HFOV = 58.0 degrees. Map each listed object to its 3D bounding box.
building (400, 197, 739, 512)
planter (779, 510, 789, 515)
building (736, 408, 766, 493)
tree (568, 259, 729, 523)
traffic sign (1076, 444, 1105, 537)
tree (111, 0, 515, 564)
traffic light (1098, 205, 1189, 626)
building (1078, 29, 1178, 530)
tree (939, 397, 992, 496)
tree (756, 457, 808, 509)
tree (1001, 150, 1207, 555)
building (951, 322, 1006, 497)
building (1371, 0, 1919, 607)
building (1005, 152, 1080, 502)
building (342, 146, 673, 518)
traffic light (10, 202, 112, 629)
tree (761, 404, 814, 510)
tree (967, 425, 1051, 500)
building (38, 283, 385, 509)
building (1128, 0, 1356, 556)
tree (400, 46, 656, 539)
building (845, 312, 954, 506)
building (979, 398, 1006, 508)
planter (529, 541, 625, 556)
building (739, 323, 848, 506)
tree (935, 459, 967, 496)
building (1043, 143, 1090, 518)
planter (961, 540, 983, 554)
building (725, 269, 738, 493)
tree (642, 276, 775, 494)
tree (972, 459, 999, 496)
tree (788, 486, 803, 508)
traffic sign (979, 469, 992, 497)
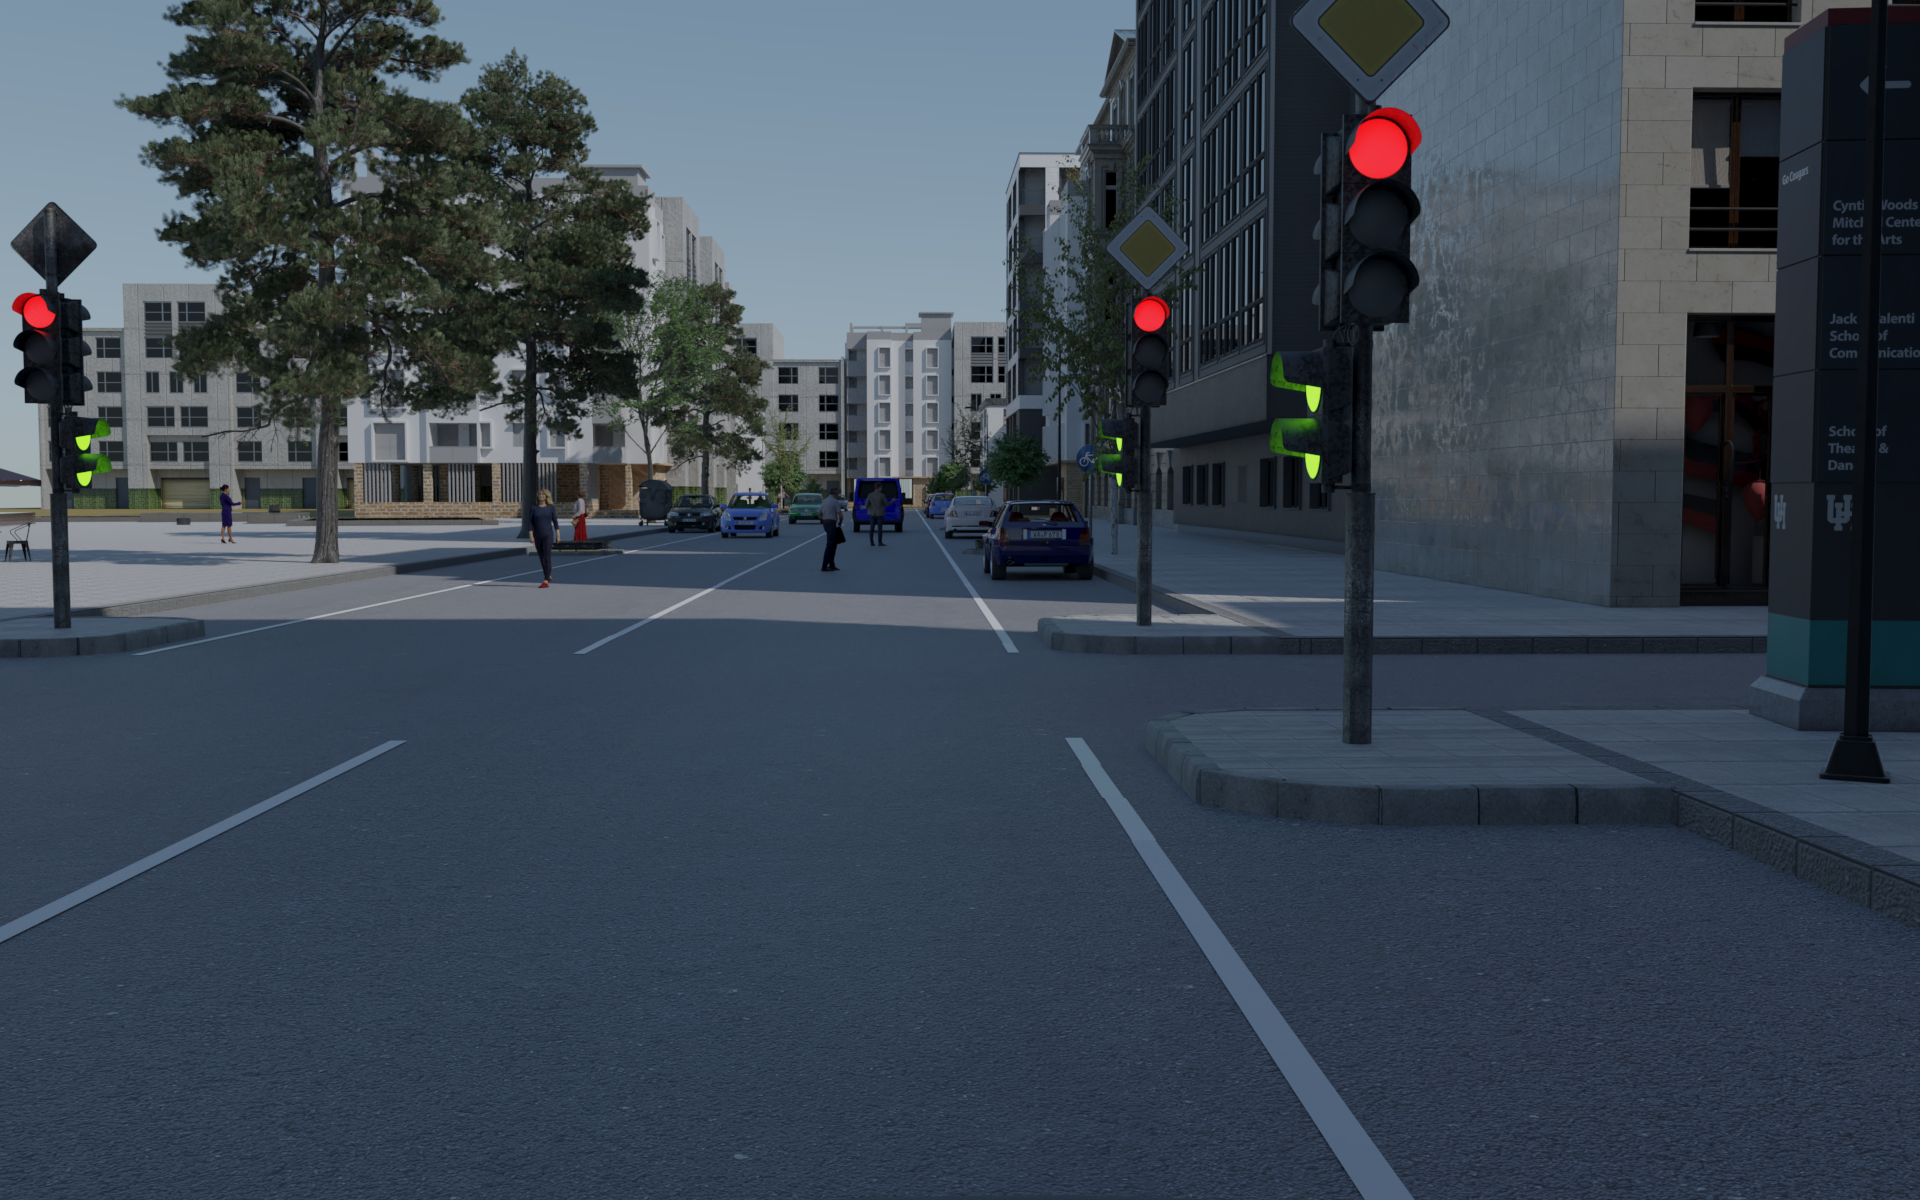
[{"bbox_3d":[-25.346,-15.438,118.869,16.747,18.905,31.486,0,4,-2],"label":"building"},{"bbox_3d":[-11.500,-5.971,118.771,1.991,0.319,1.994,0,4,-2],"label":"planter"},{"bbox_3d":[-32.364,-13.336,160.186,28.070,9.664,9.099,0,4,-2],"label":"building"},{"bbox_3d":[-13.714,-9.180,75.850,9.928,11.665,9.643,0,3,0],"label":"tree"},{"bbox_3d":[3.338,-2.695,44.168,0.768,2.556,0.104,0,4,2],"label":"traffic sign"},{"bbox_3d":[-11.730,-6.724,31.986,6.751,12.117,7.091,0,3,0],"label":"tree"},{"bbox_3d":[1.779,-1.686,16.807,0.839,4.213,0.868,0,4,-2],"label":"traffic light"},{"bbox_3d":[12.496,-15.656,75.059,14.460,24.649,34.723,0,4,-2],"label":"building"},{"bbox_3d":[0.466,-11.097,131.794,4.360,8.622,3.978,0,3,0],"label":"tree"},{"bbox_3d":[-15.810,-10.102,148.882,4.285,4.588,4.351,0,3,0],"label":"tree"},{"bbox_3d":[3.032,-5.269,36.518,4.737,8.622,4.395,0,3,0],"label":"tree"},{"bbox_3d":[14.908,-19.598,186.881,31.486,18.905,16.747,0,4,-2],"label":"building"},{"bbox_3d":[15.587,-10.376,24.399,16.860,20.320,10.420,0,4,-2],"label":"building"},{"bbox_3d":[16.968,-16.917,120.570,27.936,21.610,32.646,0,4,-2],"label":"building"},{"bbox_3d":[-24.735,-14.742,97.447,16.016,20.091,11.380,0,4,-2],"label":"building"},{"bbox_3d":[-8.576,-1.665,16.467,0.839,4.213,0.868,0,4,-2],"label":"traffic light"},{"bbox_3d":[-14.283,-11.625,140.438,4.737,8.622,4.395,0,3,0],"label":"tree"},{"bbox_3d":[2.691,-6.039,82.459,4.285,4.588,4.351,0,3,0],"label":"tree"},{"bbox_3d":[-61.978,-17.601,154.237,31.486,18.905,16.747,0,4,-2],"label":"building"},{"bbox_3d":[13.011,-15.422,45.651,14.314,27.812,24.014,0,4,-2],"label":"building"},{"bbox_3d":[-12.252,-8.723,50.046,7.806,13.903,7.818,0,3,0],"label":"tree"},{"bbox_3d":[-6.518,-20.177,186.311,11.380,20.091,16.016,0,4,-2],"label":"building"},{"bbox_3d":[6.773,-12.824,151.823,9.099,9.664,28.070,0,4,-2],"label":"building"},{"bbox_3d":[-9.070,-1.232,41.281,1.991,0.319,1.994,0,4,-2],"label":"planter"},{"bbox_3d":[-28.032,-19.643,187.623,31.486,18.905,16.747,0,4,-2],"label":"building"},{"bbox_3d":[-0.756,-11.002,163.600,4.285,4.588,4.351,0,3,0],"label":"tree"},{"bbox_3d":[12.872,-14.806,98.505,16.016,20.091,11.380,0,4,-2],"label":"building"},{"bbox_3d":[1.028,-1.279,42.058,1.991,0.319,1.994,0,4,-2],"label":"planter"},{"bbox_3d":[-26.066,-17.357,140.212,16.016,20.091,11.380,0,4,-2],"label":"building"},{"bbox_3d":[-12.801,-10.080,86.860,6.751,12.117,7.091,0,3,0],"label":"tree"},{"bbox_3d":[1.503,-6.087,94.121,1.663,3.219,1.824,0,3,0],"label":"tree"},{"bbox_3d":[-15.525,-10.276,162.609,1.663,3.219,1.824,0,3,0],"label":"tree"},{"bbox_3d":[1.347,-5.474,89.603,0.768,2.556,0.104,0,4,3],"label":"traffic sign"}]
